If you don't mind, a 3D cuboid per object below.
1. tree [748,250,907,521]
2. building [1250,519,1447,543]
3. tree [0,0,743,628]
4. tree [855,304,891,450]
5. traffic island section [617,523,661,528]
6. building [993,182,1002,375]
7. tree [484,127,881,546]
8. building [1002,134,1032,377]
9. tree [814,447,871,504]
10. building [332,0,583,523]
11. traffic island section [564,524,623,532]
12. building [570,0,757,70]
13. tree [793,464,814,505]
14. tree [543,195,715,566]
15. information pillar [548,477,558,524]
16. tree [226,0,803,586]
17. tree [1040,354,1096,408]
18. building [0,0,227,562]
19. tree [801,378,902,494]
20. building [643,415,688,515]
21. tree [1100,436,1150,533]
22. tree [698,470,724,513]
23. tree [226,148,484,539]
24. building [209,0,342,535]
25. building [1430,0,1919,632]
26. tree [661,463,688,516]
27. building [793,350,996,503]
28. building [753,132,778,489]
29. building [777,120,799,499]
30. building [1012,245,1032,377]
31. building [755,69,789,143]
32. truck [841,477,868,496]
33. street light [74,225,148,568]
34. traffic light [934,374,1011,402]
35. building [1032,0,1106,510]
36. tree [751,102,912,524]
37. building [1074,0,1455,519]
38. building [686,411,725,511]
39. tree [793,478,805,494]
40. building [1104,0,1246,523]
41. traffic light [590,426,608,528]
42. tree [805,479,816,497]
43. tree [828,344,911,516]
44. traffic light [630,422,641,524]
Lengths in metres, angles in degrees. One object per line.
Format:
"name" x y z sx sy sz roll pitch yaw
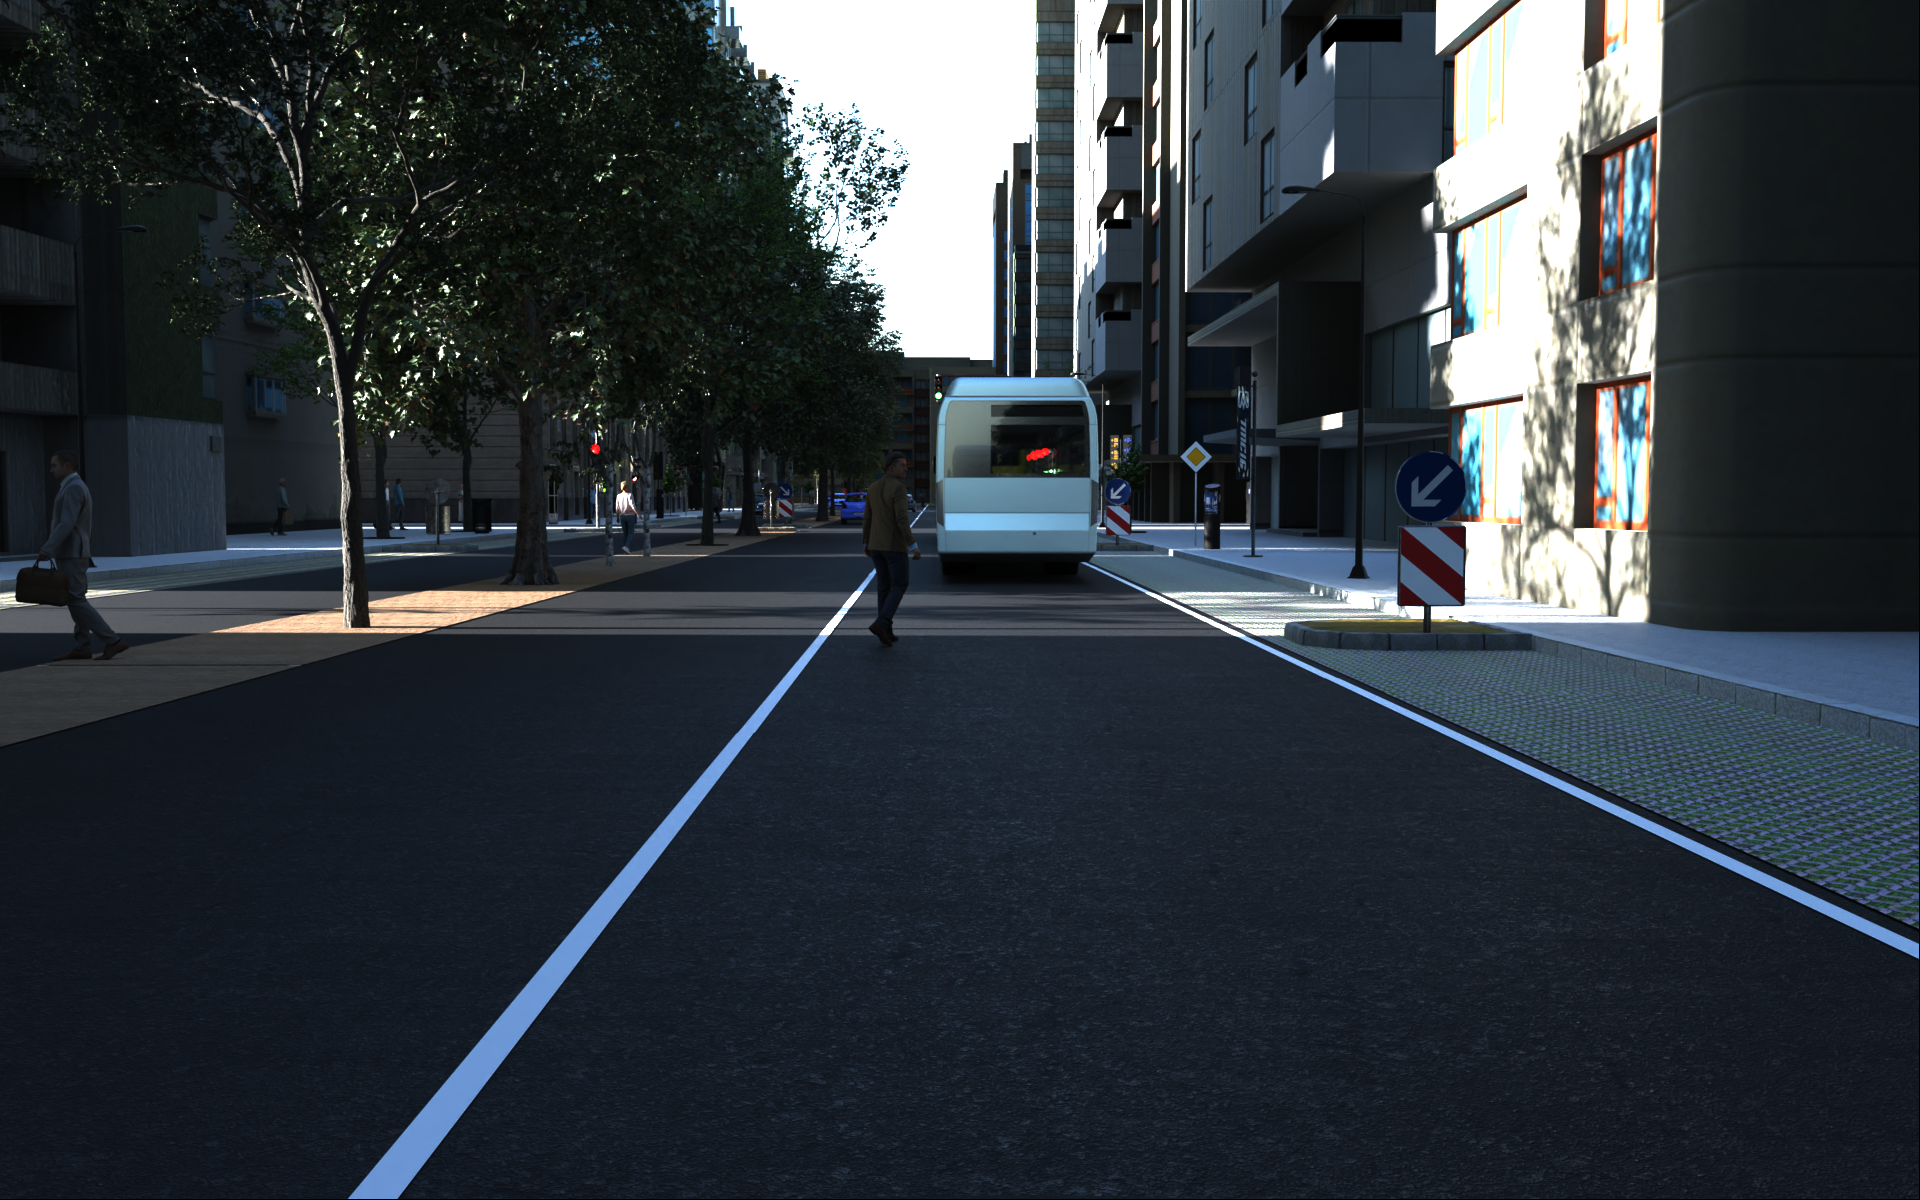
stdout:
"tree" -7.193 -11.062 89.972 9.857 13.997 8.962 0 3 0
"building" 21.800 -28.148 49.457 28.713 52.752 27.495 0 4 -1
"tree" -6.434 -4.996 18.554 8.767 10.594 7.601 0 4 -1
"tree" -7.255 -8.545 59.178 9.611 12.733 9.660 0 3 0
"traffic island section" -13.914 -3.163 73.995 2.009 0.180 2.903 0 4 -1
"building" 11.872 -36.208 242.108 14.200 45.320 14.600 0 4 -1
"tree" -6.872 -7.289 47.388 9.928 11.665 9.643 0 3 0
"building" 13.153 -34.606 215.918 14.600 45.320 14.200 0 4 -1
"tree" -8.328 -10.808 129.524 4.737 8.622 4.395 0 3 0
"building" -24.651 -17.748 87.441 12.463 27.353 25.104 0 4 -1
"traffic island section" -13.805 -2.675 66.010 2.009 0.180 2.903 0 4 -1
"building" -30.897 -33.255 163.328 23.786 49.044 30.456 0 4 -1
"tree" -18.394 -16.893 226.563 4.737 8.622 4.395 0 3 0
"tree" -6.977 -4.988 34.370 4.360 8.622 3.978 0 3 0
"information pillar" -17.304 -4.229 73.630 0.304 2.012 0.304 1 4 11
"tree" -6.778 -6.588 27.176 9.611 12.733 9.660 0 3 0
"tree" 5.263 -8.649 91.769 4.737 8.622 4.395 0 3 0
"building" -23.920 -15.936 32.261 14.160 30.474 14.107 0 4 -1
"tree" -8.403 -13.174 135.985 7.486 12.596 7.792 0 3 0
"building" -25.216 -19.299 112.803 12.463 27.353 25.104 0 4 -1
"tree" 5.708 -3.845 57.462 1.663 3.219 1.824 0 3 0
"tree" -16.799 -7.515 117.473 1.663 3.219 1.824 0 3 0
"tree" -16.663 -7.562 49.387 9.928 11.665 9.643 0 3 0
"building" -33.338 -26.211 52.259 21.600 48.544 21.300 0 4 -1
"building" 20.774 -10.100 10.170 27.650 21.520 28.899 0 4 -1
"tree" -16.774 -6.444 99.960 1.663 3.219 1.824 0 3 0
"building" -9.766 -24.717 249.166 28.899 21.520 27.650 0 4 -1
"building" -27.410 -30.745 186.277 14.154 41.232 14.086 0 4 -1
"building" -35.307 -36.116 210.097 30.456 49.044 23.786 0 4 -1
"building" 13.034 -26.310 201.862 14.160 30.474 14.107 0 4 -1
"building" -38.261 -42.899 243.401 28.212 58.520 21.231 0 4 -1
"truck" -11.671 -12.532 193.808 2.839 4.237 11.283 0 4 -1
"street light" -14.745 -3.519 30.083 1.470 5.913 1.316 0 4 -1
"traffic light" 1.404 -5.583 65.956 4.771 5.953 1.251 0 4 -1
"building" 12.805 -28.033 141.927 14.154 41.232 14.086 0 4 -1
"tree" -8.930 -13.462 78.445 12.611 20.169 13.585 0 3 0
"building" 21.892 -32.032 112.960 28.713 52.752 27.495 0 4 -1
"building" -26.867 -16.300 133.963 16.820 18.784 16.811 0 4 -1
"tree" -17.545 -11.345 180.091 1.663 3.219 1.824 0 3 0
"building" 21.873 -26.335 85.206 28.867 44.769 22.147 0 4 -1
"traffic light" -13.765 -4.707 65.876 0.839 4.253 0.868 0 4 -1
"tree" -18.711 -13.473 214.890 1.663 3.219 1.824 0 3 0
"tree" -8.214 -12.153 111.520 12.009 13.543 11.850 0 3 0
"traffic light" -11.783 -6.071 73.924 4.771 5.953 1.251 0 4 -1
